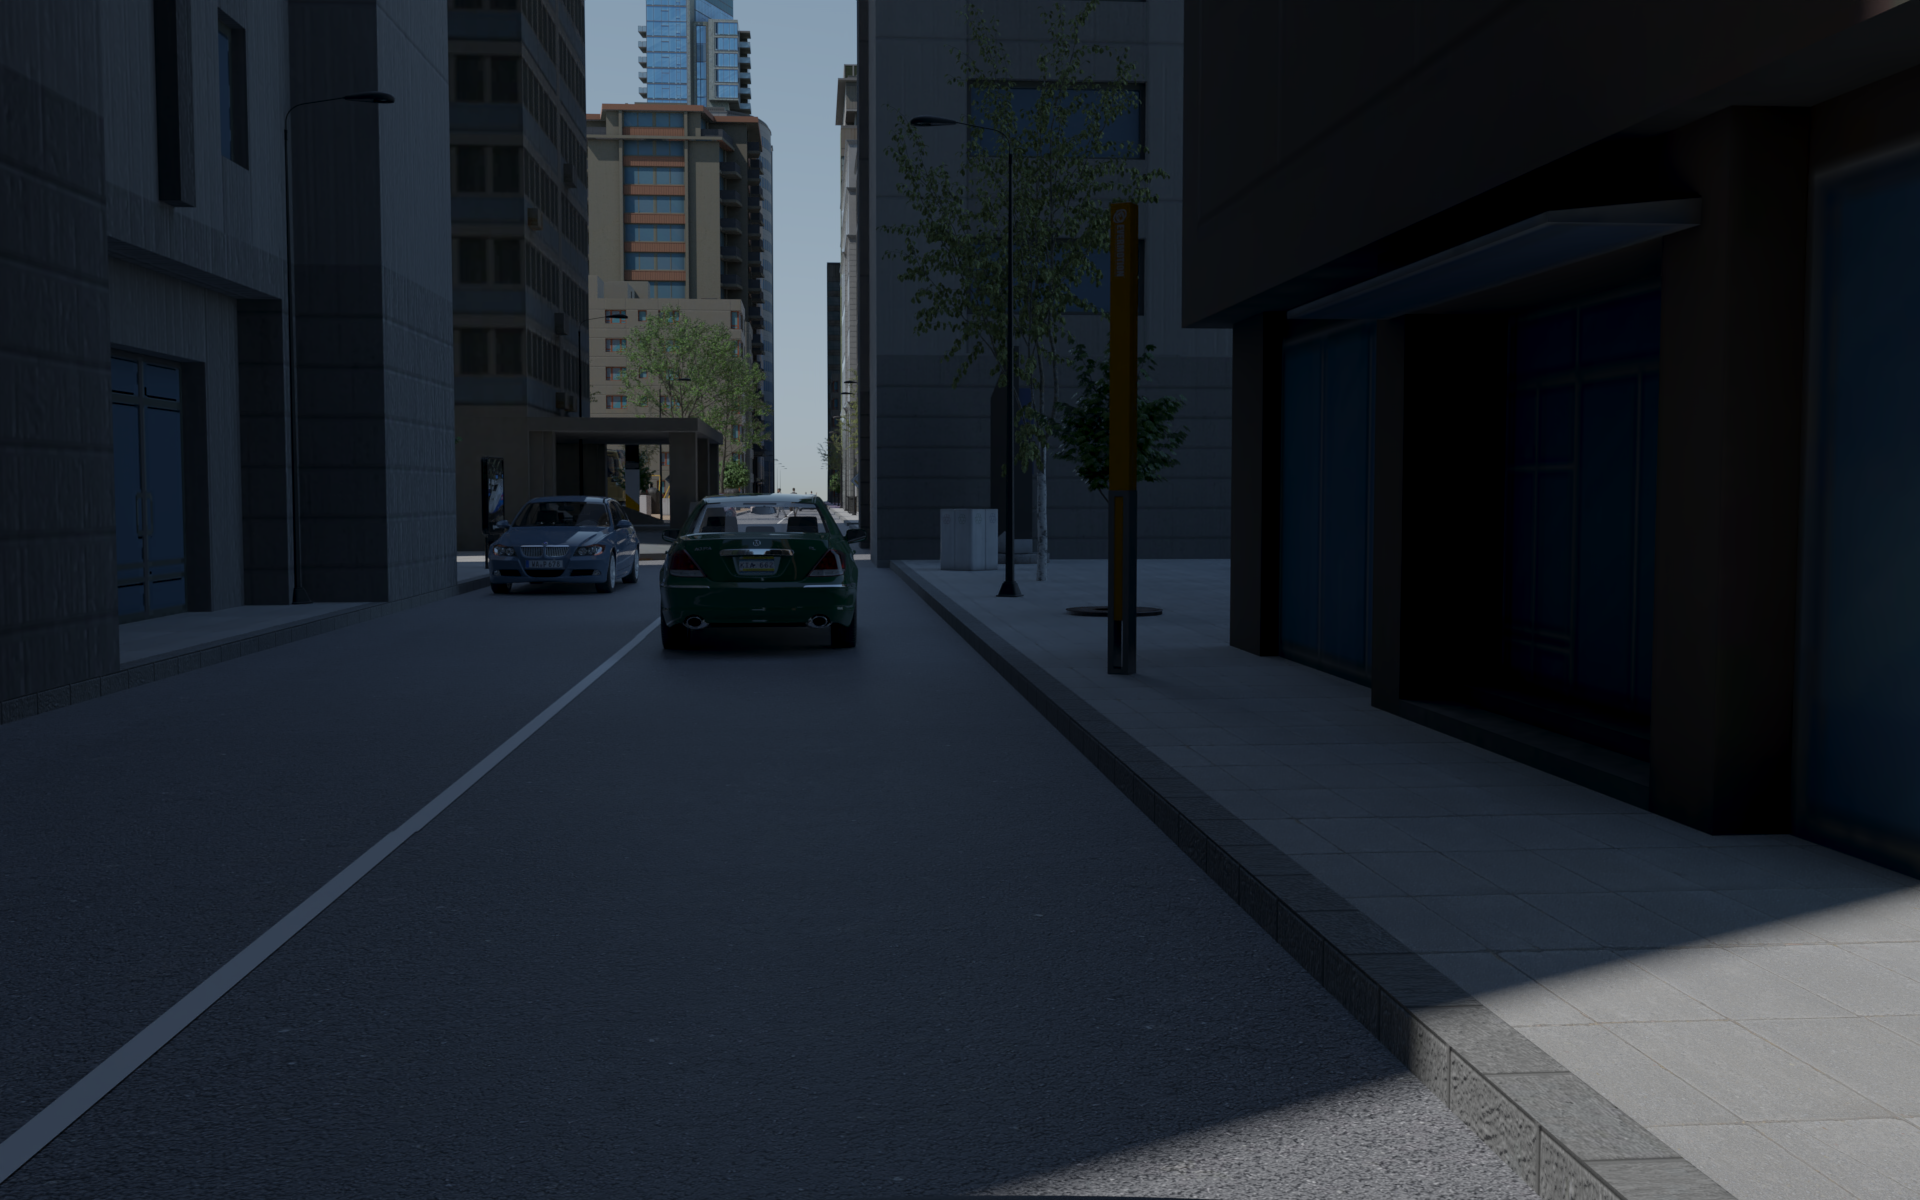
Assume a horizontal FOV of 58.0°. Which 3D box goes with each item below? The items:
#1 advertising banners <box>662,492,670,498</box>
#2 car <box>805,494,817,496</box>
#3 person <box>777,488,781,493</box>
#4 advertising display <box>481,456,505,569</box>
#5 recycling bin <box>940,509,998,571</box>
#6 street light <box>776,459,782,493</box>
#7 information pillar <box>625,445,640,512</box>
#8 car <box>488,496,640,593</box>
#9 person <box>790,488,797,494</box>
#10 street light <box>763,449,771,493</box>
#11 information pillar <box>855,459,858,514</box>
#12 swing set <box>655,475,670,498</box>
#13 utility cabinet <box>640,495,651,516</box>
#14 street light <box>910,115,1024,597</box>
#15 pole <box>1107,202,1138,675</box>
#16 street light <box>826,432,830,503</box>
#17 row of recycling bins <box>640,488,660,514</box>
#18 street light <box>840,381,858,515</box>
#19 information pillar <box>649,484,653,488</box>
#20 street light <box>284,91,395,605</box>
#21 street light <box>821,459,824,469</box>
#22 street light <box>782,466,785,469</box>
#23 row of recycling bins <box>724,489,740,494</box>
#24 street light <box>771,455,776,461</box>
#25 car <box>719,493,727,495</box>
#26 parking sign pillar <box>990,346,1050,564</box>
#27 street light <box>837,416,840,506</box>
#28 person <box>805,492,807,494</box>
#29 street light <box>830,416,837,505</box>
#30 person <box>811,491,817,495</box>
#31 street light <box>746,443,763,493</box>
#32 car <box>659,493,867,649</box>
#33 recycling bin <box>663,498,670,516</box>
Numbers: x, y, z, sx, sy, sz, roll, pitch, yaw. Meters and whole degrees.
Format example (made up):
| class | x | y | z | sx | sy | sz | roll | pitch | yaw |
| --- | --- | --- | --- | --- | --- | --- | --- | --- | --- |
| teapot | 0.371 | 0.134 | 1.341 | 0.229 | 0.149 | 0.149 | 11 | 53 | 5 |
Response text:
| class | x | y | z | sx | sy | sz | roll | pitch | yaw |
| --- | --- | --- | --- | --- | --- | --- | --- | --- | --- |
| advertising banners | -23.091 | -8.707 | 138.540 | 2.074 | 3.025 | 0.090 | 0 | 4 | 1 |
| car | -12.575 | -8.111 | 144.615 | 2.014 | 1.417 | 4.499 | 0 | 4 | -5 |
| person | -10.792 | -5.835 | 104.180 | 0.850 | 1.792 | 0.678 | 0 | 4 | -1 |
| advertising display | -8.101 | -1.520 | 30.068 | 0.123 | 1.923 | 0.974 | 0 | 4 | 2 |
| recycling bin | 0.154 | -1.020 | 29.232 | 0.722 | 1.027 | 0.722 | 3 | 5 | 41 |
| street light | -25.549 | -16.204 | 237.475 | 1.470 | 5.913 | 1.316 | 0 | 4 | -5 |
| information pillar | -11.045 | -4.105 | 58.465 | 0.504 | 3.616 | 0.183 | -1 | 4 | -14 |
| car | -5.978 | -0.889 | 26.541 | 2.014 | 1.417 | 4.499 | 0 | 4 | -3 |
| person | -10.297 | -6.061 | 107.557 | 0.622 | 1.834 | 0.822 | 1 | 4 | 9 |
| street light | -20.676 | -12.665 | 179.607 | 1.470 | 5.913 | 1.316 | 0 | 4 | -5 |
| information pillar | -6.879 | -7.523 | 114.362 | 0.183 | 3.616 | 0.504 | 0 | 4 | -7 |
| swing set | -20.355 | -7.832 | 125.675 | 2.862 | 2.851 | 3.119 | -1 | 4 | -16 |
| utility cabinet | -16.738 | -4.946 | 92.036 | 0.306 | 1.237 | 1.020 | -2 | 4 | -34 |
| street light | 0.085 | -2.992 | 21.463 | 1.470 | 5.913 | 1.316 | 0 | 4 | -5 |
| pole | 1.155 | -1.126 | 12.261 | 0.158 | 3.312 | 0.155 | 0 | 3 | 0 |
| street light | -9.062 | -9.585 | 129.254 | 1.470 | 5.913 | 1.316 | 0 | 4 | -5 |
| row of recycling bins | -20.394 | -6.243 | 109.191 | 1.069 | 1.692 | 3.534 | 3 | 4 | 37 |
| street light | -4.057 | -6.026 | 71.071 | 1.470 | 5.913 | 1.316 | 0 | 4 | -5 |
| information pillar | -20.139 | -6.612 | 112.591 | 0.304 | 2.012 | 0.304 | 3 | 5 | 42 |
| street light | -7.221 | -2.909 | 20.102 | 1.470 | 5.913 | 1.316 | 0 | 4 | -5 |
| street light | -15.406 | -14.251 | 205.549 | 1.470 | 5.913 | 1.316 | 0 | 4 | -5 |
| street light | -27.633 | -17.712 | 262.135 | 1.470 | 5.913 | 1.316 | 0 | 4 | -5 |
| row of recycling bins | -17.829 | -7.804 | 134.702 | 1.069 | 1.692 | 3.534 | -1 | 4 | -18 |
| street light | -22.724 | -14.173 | 204.269 | 1.470 | 5.913 | 1.316 | 0 | 4 | -5 |
| car | -9.204 | -3.373 | 64.187 | 2.155 | 1.783 | 4.494 | 0 | 4 | -7 |
| parking sign pillar | 0.952 | -2.677 | 32.241 | 1.447 | 3.967 | 1.447 | -1 | 4 | -16 |
| street light | -4.728 | -6.509 | 78.962 | 1.470 | 5.913 | 1.316 | 0 | 4 | -5 |
| person | -21.194 | -14.065 | 239.197 | 0.721 | 1.736 | 1.217 | 1 | 4 | 12 |
| street light | -6.878 | -8.017 | 103.616 | 1.470 | 5.913 | 1.316 | 0 | 4 | -5 |
| person | -13.216 | -8.983 | 156.172 | 0.742 | 1.727 | 0.445 | 0 | 4 | 6 |
| street light | -18.548 | -11.134 | 154.582 | 1.470 | 5.913 | 1.316 | 0 | 4 | -5 |
| car | -1.984 | -0.349 | 17.509 | 2.131 | 1.459 | 4.920 | 0 | 4 | -5 |
| recycling bin | -17.478 | -5.591 | 103.967 | 0.722 | 1.027 | 0.722 | 0 | 4 | 3 |
